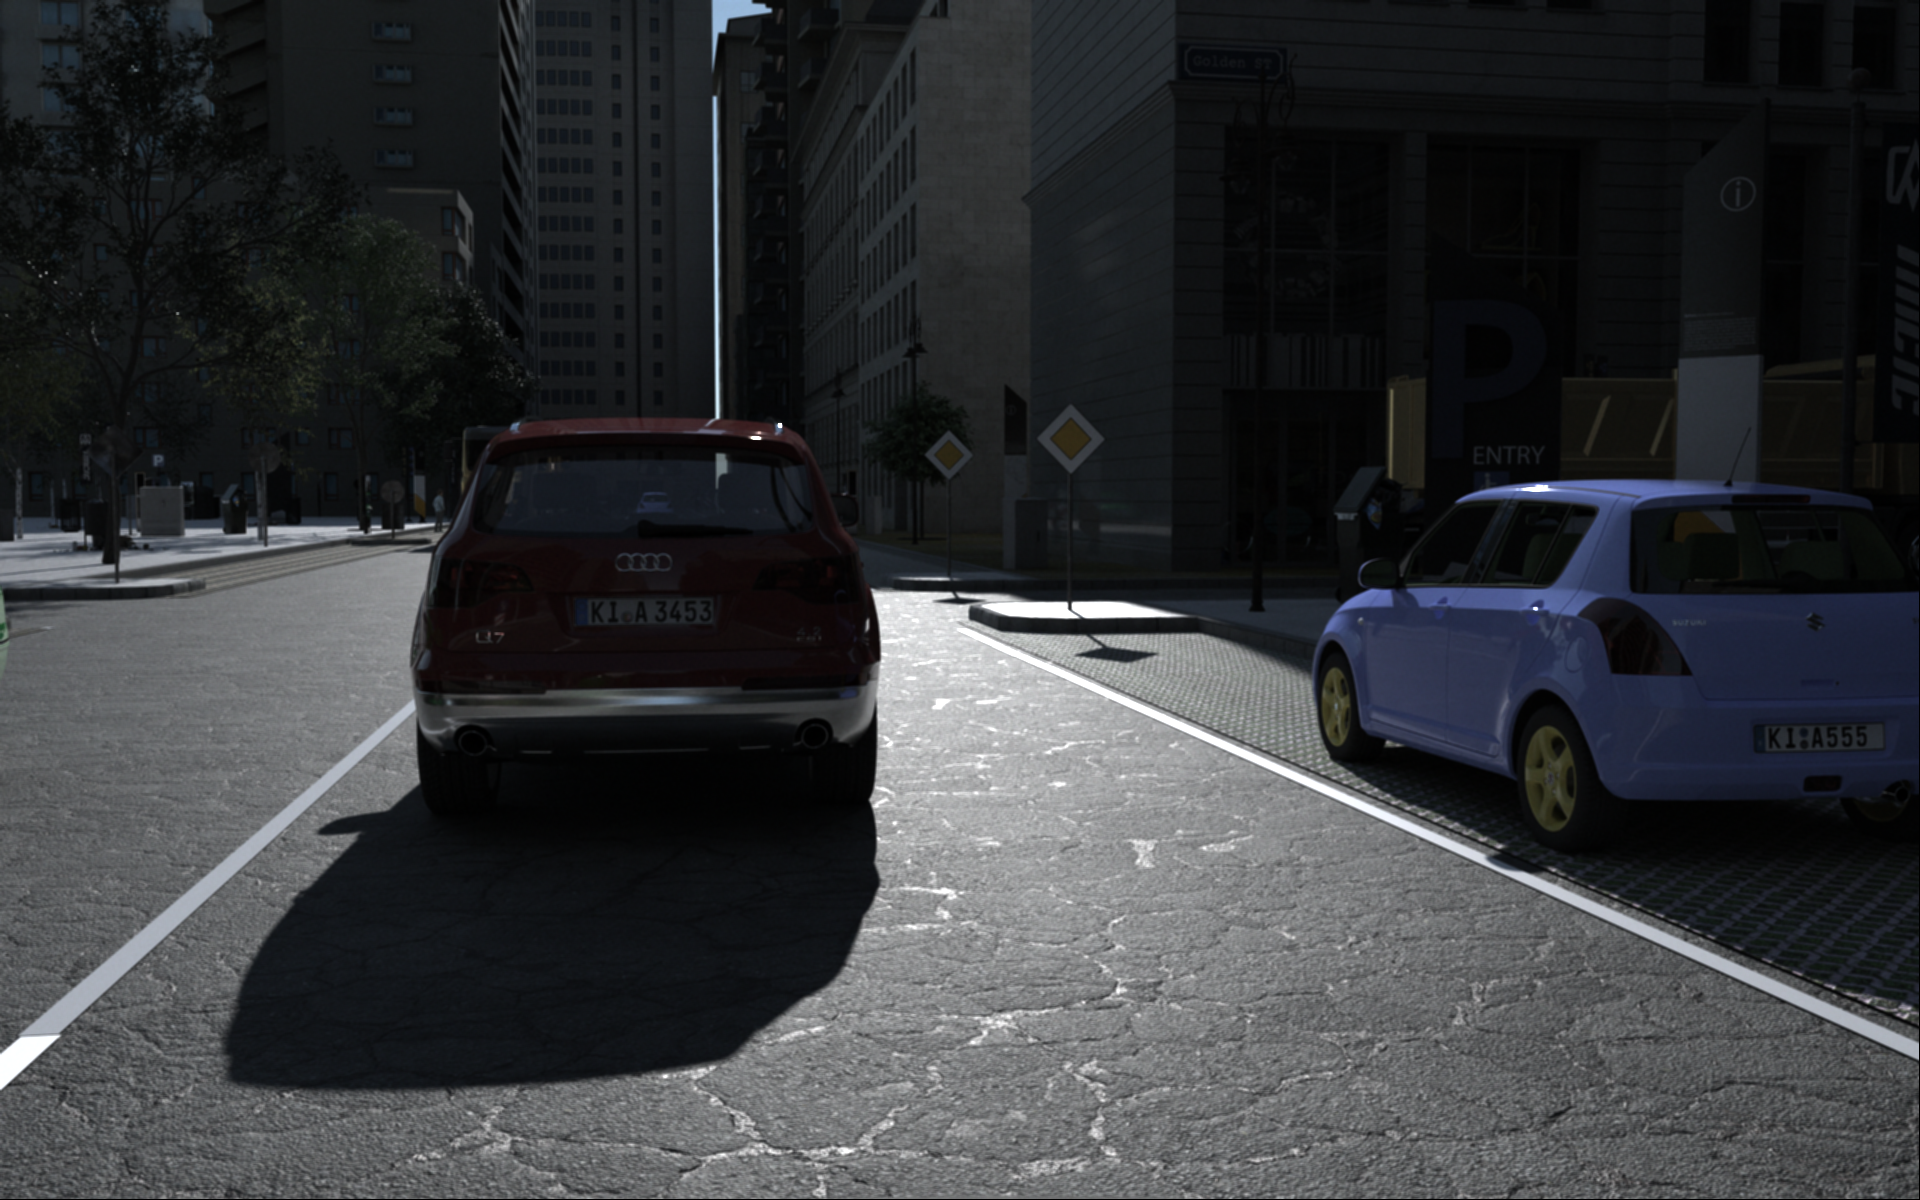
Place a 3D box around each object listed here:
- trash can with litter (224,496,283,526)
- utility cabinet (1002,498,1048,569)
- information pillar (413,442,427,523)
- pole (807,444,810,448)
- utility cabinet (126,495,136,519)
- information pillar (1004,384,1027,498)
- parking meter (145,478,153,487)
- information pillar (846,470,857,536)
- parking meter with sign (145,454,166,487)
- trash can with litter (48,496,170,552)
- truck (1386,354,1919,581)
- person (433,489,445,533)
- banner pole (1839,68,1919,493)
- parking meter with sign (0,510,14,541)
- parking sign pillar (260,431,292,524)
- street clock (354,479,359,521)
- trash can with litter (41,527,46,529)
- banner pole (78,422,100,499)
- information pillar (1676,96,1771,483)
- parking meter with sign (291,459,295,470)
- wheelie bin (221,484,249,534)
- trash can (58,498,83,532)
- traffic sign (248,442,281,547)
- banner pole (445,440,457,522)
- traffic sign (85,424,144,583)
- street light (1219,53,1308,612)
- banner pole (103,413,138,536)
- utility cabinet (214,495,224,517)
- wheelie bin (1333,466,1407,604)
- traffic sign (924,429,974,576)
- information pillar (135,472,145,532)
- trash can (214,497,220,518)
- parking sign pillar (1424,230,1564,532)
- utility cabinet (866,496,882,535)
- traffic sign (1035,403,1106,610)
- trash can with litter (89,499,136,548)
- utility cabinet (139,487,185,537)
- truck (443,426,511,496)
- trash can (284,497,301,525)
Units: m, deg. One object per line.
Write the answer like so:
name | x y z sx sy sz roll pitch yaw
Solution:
trash can with litter | -28.701 -3.628 70.381 2.233 1.210 1.678 -1 4 -23
utility cabinet | 1.139 -1.148 29.926 0.306 1.237 1.020 2 4 35
information pillar | -24.075 -5.250 77.186 0.504 3.616 0.183 -3 5 -40
pole | -6.268 -4.732 71.204 0.158 3.312 0.155 0 3 0
utility cabinet | -41.780 -4.697 87.963 1.020 1.237 0.306 -2 4 -29
information pillar | 1.164 -2.778 36.778 0.504 3.616 0.183 0 4 2
parking meter | -29.415 -3.481 62.625 0.255 1.863 0.399 3 4 39
information pillar | -3.336 -2.994 53.436 0.304 2.012 0.304 -1 4 -12
parking meter with sign | -35.138 -4.838 75.369 0.543 3.016 1.738 0 4 -5
trash can with litter | -19.234 -1.731 39.367 2.233 1.210 1.678 -1 4 -11
truck | 11.172 -1.763 24.744 9.791 3.379 3.469 -1 4 -9
person | -19.250 -3.291 64.115 0.330 1.601 0.589 -3 5 -44
banner pole | 5.514 -1.243 10.333 0.863 3.779 0.401 -1 4 -9
parking meter with sign | -26.342 -3.066 46.392 0.543 3.016 1.738 2 4 33
parking sign pillar | -29.302 -5.236 74.083 1.447 3.967 1.447 -1 4 -14
street clock | -28.793 -4.800 83.053 0.471 2.002 0.358 1 4 9
trash can with litter | -33.406 -3.315 65.253 2.233 1.210 1.678 -1 4 -9
banner pole | -30.297 -4.304 60.395 0.401 3.779 0.863 3 4 37
information pillar | 4.607 -1.169 10.470 0.504 3.616 0.183 3 5 41
parking meter with sign | -33.260 -5.425 84.955 0.543 3.016 1.738 0 4 5
wheelie bin | -23.460 -2.945 56.066 0.980 1.594 0.693 3 5 42
trash can | -29.954 -2.855 58.332 0.748 1.137 0.748 0 3 0
traffic sign | -16.919 -2.571 42.145 0.768 2.556 0.104 0 4 -5
banner pole | -23.799 -5.565 81.009 0.401 3.779 0.863 1 4 17
traffic sign | -12.139 -1.300 24.895 0.795 2.450 0.064 -1 4 -10
street light | 3.252 -2.813 18.786 0.468 5.910 1.993 -1 4 -10
banner pole | -25.883 -3.876 53.396 0.863 3.779 0.401 -2 4 -28
utility cabinet | -40.649 -5.155 95.446 0.306 1.237 1.020 2 4 32
wheelie bin | 4.747 -0.743 20.051 0.693 1.594 0.980 -1 4 -14
traffic sign | -0.176 -1.427 26.979 0.795 2.450 0.064 -1 4 -10
information pillar | -27.814 -3.322 58.803 0.304 2.012 0.304 -2 4 -27
trash can | -39.433 -4.884 91.505 0.748 1.137 0.748 0 3 0
parking sign pillar | 5.383 -1.774 17.484 1.447 3.967 1.447 1 4 21
utility cabinet | -2.732 -2.672 54.841 0.306 1.237 1.020 1 4 11
traffic sign | 1.213 -0.946 19.116 0.795 2.450 0.064 -1 4 -10
trash can with litter | -20.348 -1.848 41.600 1.055 1.170 0.624 0 4 5
utility cabinet | -23.741 -2.621 51.527 1.173 1.500 0.318 0 4 -3
truck | -13.360 -3.440 52.164 3.469 3.379 9.791 -1 4 -11
trash can | -27.864 -3.713 72.365 0.748 1.137 0.748 0 3 0
